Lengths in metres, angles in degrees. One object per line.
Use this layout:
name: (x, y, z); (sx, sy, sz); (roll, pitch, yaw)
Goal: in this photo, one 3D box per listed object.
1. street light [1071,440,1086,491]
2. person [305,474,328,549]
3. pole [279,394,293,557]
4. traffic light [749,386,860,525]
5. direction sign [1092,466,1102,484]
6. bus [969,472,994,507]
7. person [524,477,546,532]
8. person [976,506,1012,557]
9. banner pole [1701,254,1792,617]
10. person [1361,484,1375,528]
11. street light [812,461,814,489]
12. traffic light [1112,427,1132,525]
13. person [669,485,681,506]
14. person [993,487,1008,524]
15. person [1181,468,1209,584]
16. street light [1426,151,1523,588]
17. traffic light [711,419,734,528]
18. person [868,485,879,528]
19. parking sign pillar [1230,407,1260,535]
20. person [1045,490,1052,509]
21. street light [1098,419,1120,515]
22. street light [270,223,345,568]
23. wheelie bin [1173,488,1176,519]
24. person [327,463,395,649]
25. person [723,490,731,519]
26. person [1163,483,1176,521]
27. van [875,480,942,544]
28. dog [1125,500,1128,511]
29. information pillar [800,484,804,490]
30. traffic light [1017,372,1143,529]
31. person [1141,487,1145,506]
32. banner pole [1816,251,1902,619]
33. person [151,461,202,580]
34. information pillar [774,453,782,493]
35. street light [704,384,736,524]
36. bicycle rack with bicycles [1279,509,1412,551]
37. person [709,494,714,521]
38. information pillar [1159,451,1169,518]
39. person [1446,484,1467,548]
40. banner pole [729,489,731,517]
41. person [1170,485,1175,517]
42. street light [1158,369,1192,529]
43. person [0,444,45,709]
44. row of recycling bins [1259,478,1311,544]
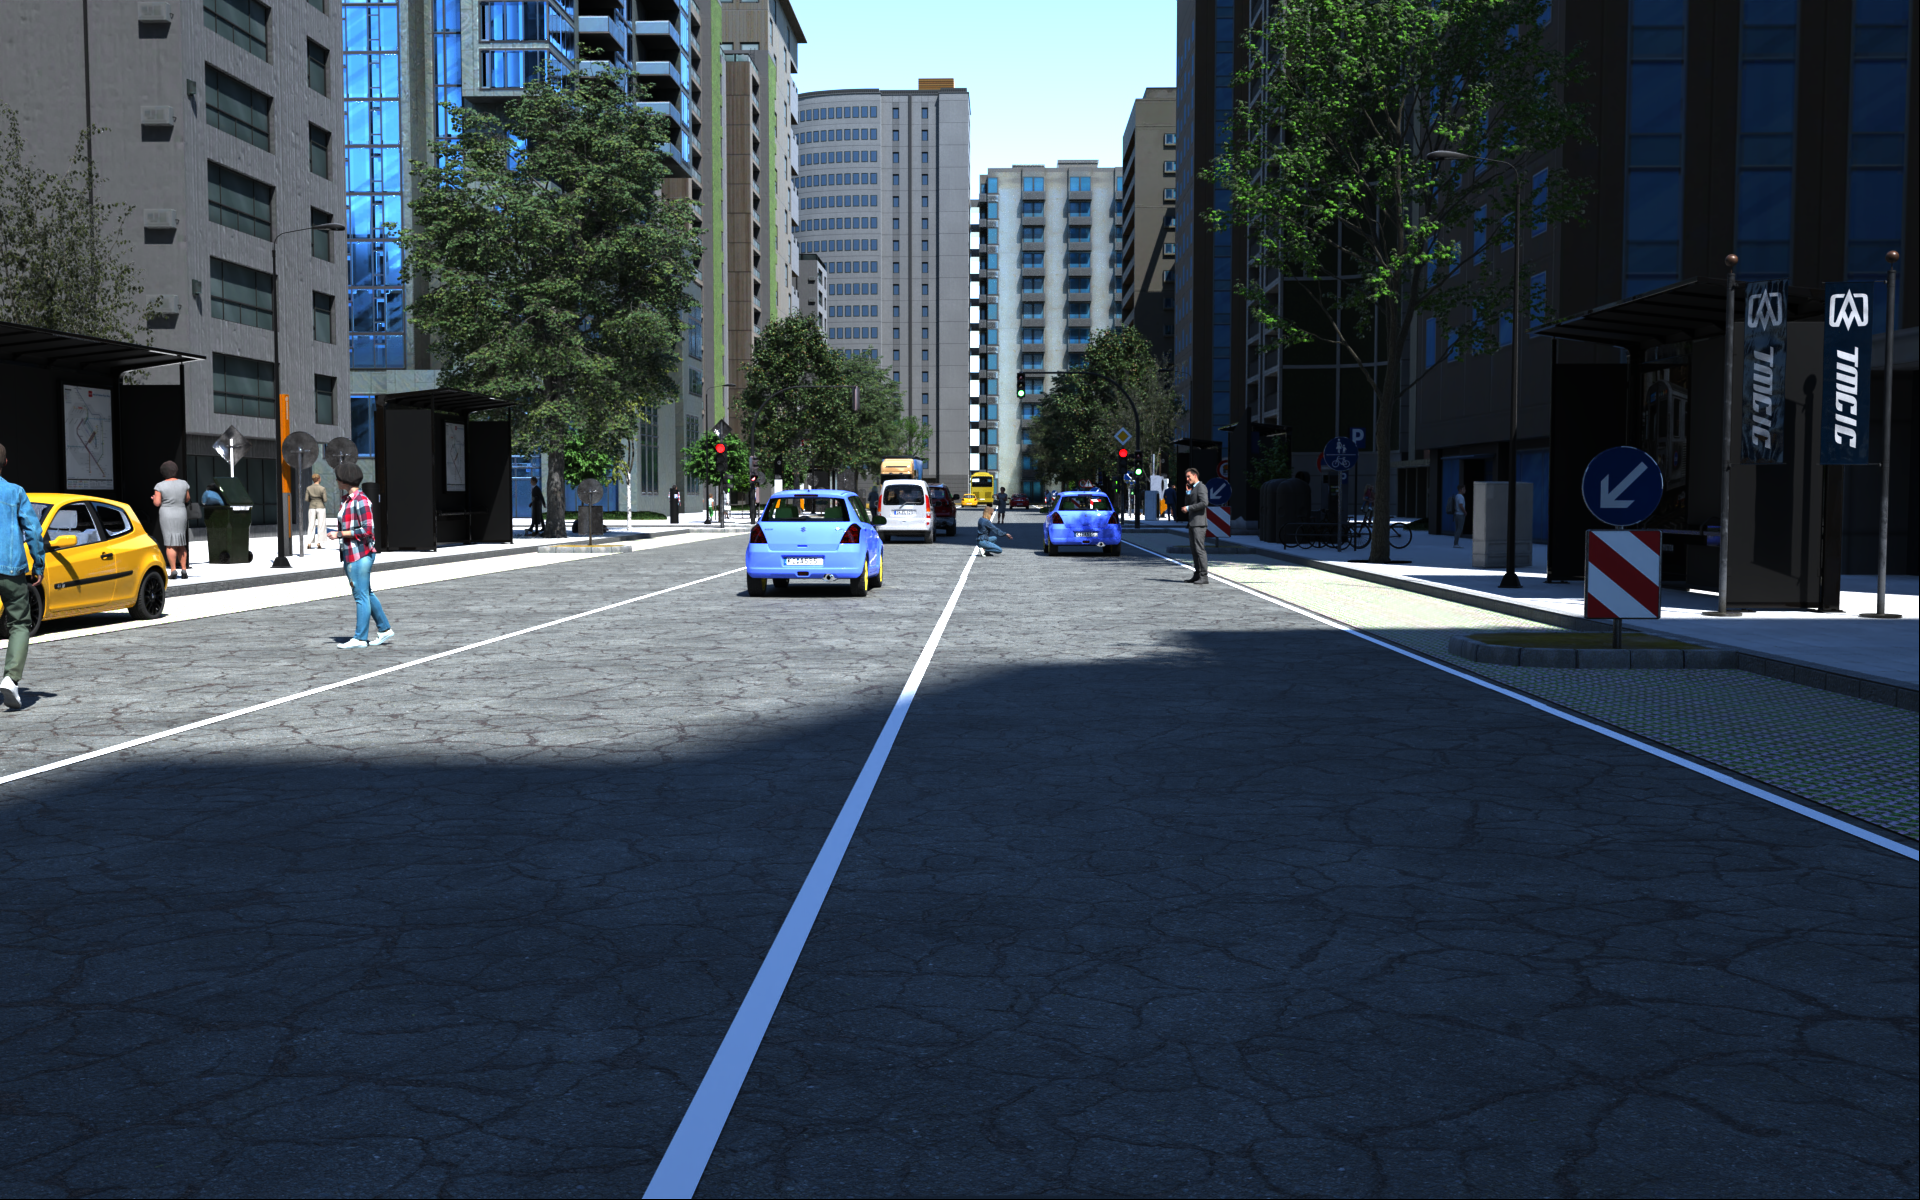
street light: (10.160, -10.689, 147.301); (1.470, 5.913, 1.316); (0, 4, 1)
person: (-15.011, -2.072, 40.462); (0.519, 1.759, 0.362); (0, 4, -3)
pole: (-13.827, -2.547, 35.494); (0.158, 3.312, 0.155); (0, 3, 0)
traffic light: (-6.587, -5.996, 72.699); (4.771, 5.953, 1.251); (0, 4, 1)
direction sign: (11.005, -9.004, 139.209); (0.876, 3.537, 0.379); (1, 4, 16)
bus: (2.442, -12.442, 194.973); (2.896, 3.916, 12.252); (0, 4, 0)
person: (-14.433, -3.241, 58.804); (0.755, 1.850, 0.659); (-1, 4, -17)
person: (0.688, -1.588, 39.969); (0.738, 1.151, 1.012); (-1, 4, -20)
banner pole: (8.182, -1.711, 17.994); (0.401, 3.779, 0.863); (-2, 4, -34)
person: (16.330, -3.713, 69.181); (0.573, 1.828, 0.580); (2, 4, 24)
street light: (-9.083, -8.615, 113.388); (1.470, 5.913, 1.316); (0, 4, 1)
traffic light: (6.776, -5.102, 72.343); (0.839, 4.253, 0.868); (0, 4, 1)
person: (-13.414, -4.556, 81.365); (0.563, 1.720, 0.643); (0, 4, 8)
person: (1.921, -4.556, 83.342); (0.716, 1.782, 0.532); (1, 4, 8)
person: (3.749, -1.188, 27.730); (0.447, 1.846, 0.655); (-1, 4, -9)
street light: (7.008, -3.123, 23.600); (1.470, 5.913, 1.316); (0, 4, 1)
traffic light: (-8.882, -4.637, 64.734); (0.839, 4.253, 0.868); (0, 4, 1)
person: (-3.709, -3.971, 73.609); (0.537, 1.800, 0.526); (-2, 4, -28)
parking sign pillar: (8.917, -4.030, 54.357); (1.447, 3.967, 1.447); (-1, 4, -14)
person: (7.264, -8.106, 141.293); (0.793, 1.790, 0.793); (1, 4, 9)
street light: (9.191, -8.210, 106.778); (1.470, 5.913, 1.316); (0, 4, 1)
street light: (-11.242, -3.506, 29.871); (1.470, 5.913, 1.316); (0, 4, 1)
wheelie bin: (11.095, -4.859, 87.352); (0.980, 1.594, 0.693); (1, 4, 12)
person: (-5.588, -0.418, 16.169); (0.643, 1.720, 0.563); (-2, 4, -30)
person: (-11.872, -4.962, 87.530); (0.624, 1.780, 0.694); (-2, 4, -28)
person: (9.942, -4.612, 81.626); (0.721, 1.800, 0.419); (1, 4, 15)
van: (-1.570, -2.717, 51.436); (2.013, 2.044, 4.112); (0, 4, 1)
dog: (12.733, -7.095, 130.377); (0.800, 0.831, 0.513); (-1, 4, -21)
information pillar: (-11.273, -8.030, 122.638); (0.504, 3.616, 0.183); (2, 4, 27)
traffic light: (4.481, -5.480, 64.271); (4.771, 5.953, 1.251); (0, 4, 1)
person: (14.015, -7.701, 131.915); (0.622, 1.834, 0.822); (3, 4, 36)
banner pole: (9.360, -1.710, 17.972); (0.863, 3.779, 0.401); (1, 4, 13)
person: (-11.801, -1.204, 26.093); (0.716, 1.782, 0.532); (-3, 5, -44)
information pillar: (-10.317, -6.555, 98.532); (0.504, 3.616, 0.183); (2, 4, 25)
street light: (-10.129, -6.147, 73.044); (1.470, 5.913, 1.316); (0, 4, 1)
bicycle rack with bicycles: (8.718, -1.655, 40.448); (2.925, 0.926, 2.852); (3, 5, 39)
person: (-11.778, -4.375, 81.824); (0.306, 1.304, 0.590); (0, 4, 8)
information pillar: (10.977, -6.214, 92.961); (0.183, 3.616, 0.504); (-3, 5, -43)
person: (11.843, -1.989, 41.161); (0.523, 1.515, 0.503); (-3, 4, -38)
banner pole: (-12.406, -6.411, 94.830); (0.863, 3.779, 0.401); (2, 4, 24)
person: (11.896, -5.475, 95.925); (0.532, 1.782, 0.716); (0, 4, 8)
street light: (8.023, -5.613, 64.310); (1.470, 5.913, 1.316); (0, 4, 1)
person: (-6.350, -0.155, 11.377); (0.601, 1.785, 0.444); (-1, 4, -23)
row of recycling bins: (8.630, -2.395, 46.269); (1.069, 1.692, 3.534); (0, 4, 1)
